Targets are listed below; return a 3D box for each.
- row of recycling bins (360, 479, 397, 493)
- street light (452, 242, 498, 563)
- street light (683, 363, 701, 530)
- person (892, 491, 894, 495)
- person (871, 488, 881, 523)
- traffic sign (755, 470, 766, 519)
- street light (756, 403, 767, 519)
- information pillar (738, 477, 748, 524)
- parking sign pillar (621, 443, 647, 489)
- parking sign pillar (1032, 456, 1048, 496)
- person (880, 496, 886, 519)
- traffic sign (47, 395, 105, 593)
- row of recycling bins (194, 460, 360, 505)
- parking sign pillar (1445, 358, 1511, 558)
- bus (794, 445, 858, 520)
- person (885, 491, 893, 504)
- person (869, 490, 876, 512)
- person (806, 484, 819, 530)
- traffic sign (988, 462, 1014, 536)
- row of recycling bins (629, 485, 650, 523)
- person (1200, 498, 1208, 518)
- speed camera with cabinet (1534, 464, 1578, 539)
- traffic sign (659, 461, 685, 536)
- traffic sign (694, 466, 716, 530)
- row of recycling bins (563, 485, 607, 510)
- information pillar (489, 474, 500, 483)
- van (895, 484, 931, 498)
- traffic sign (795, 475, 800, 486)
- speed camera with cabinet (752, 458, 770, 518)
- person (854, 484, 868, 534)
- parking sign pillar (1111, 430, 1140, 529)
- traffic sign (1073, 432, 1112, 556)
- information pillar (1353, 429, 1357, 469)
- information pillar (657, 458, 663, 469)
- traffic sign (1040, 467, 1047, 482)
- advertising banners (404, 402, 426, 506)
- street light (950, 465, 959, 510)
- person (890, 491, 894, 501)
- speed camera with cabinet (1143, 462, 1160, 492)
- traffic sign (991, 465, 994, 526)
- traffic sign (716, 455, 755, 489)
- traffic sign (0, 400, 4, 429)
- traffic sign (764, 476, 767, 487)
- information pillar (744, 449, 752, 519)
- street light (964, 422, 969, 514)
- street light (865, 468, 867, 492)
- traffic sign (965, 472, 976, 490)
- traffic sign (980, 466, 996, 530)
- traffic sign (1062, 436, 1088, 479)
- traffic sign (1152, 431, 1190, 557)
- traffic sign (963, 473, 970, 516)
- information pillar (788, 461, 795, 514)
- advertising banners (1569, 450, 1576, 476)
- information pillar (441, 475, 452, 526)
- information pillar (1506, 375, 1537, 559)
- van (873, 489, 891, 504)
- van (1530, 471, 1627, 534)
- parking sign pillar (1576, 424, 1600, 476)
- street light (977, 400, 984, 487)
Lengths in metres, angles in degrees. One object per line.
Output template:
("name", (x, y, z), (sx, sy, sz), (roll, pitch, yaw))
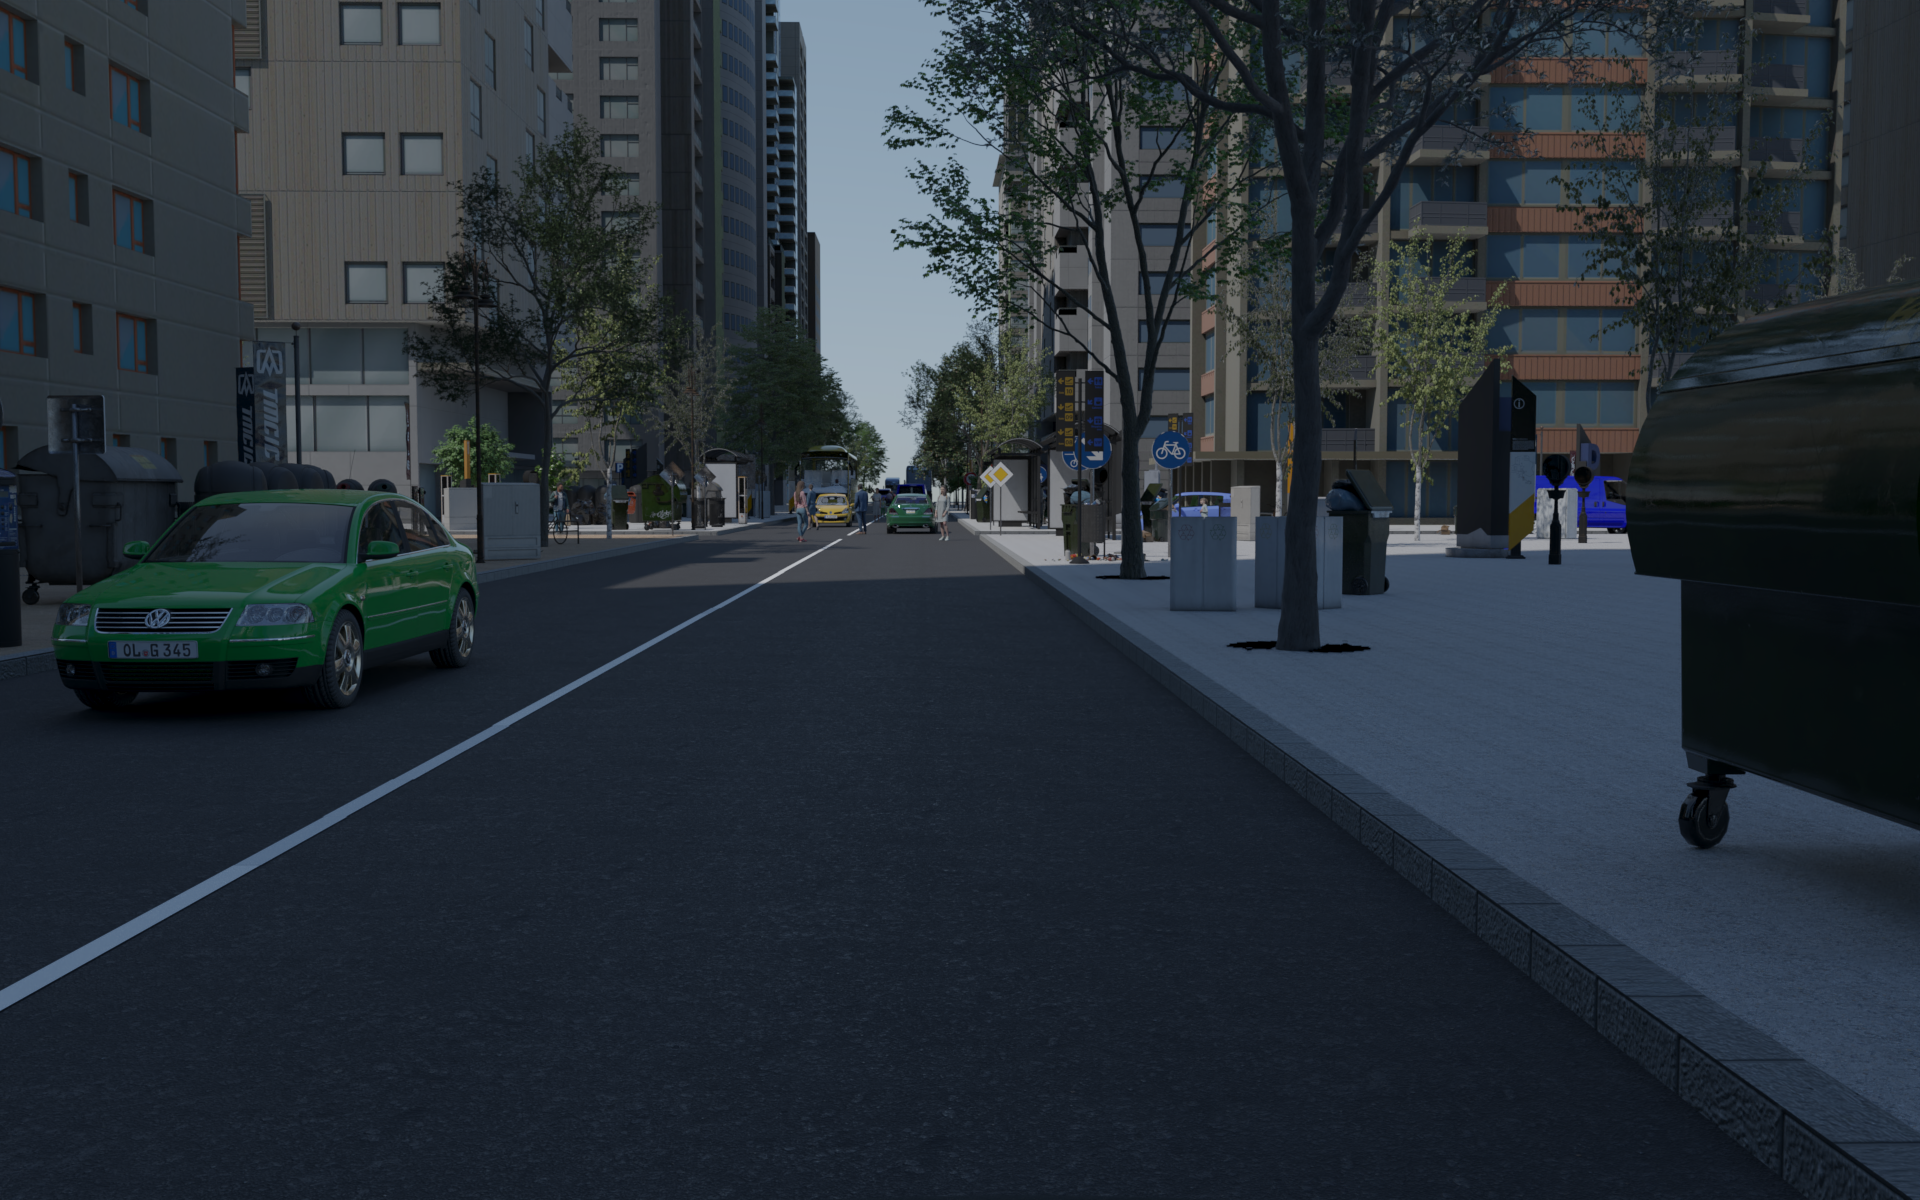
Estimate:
("row of recycling bins", (-17.095, -2.446, 47.106), (3.534, 1.692, 1.069), (0, 4, -5))
("street light", (-8.914, -3.622, 32.006), (0.468, 5.910, 1.993), (0, 4, -1))
("street light", (-9.482, -5.420, 61.398), (0.468, 5.910, 1.993), (0, 4, -1))
("person", (-7.239, -11.006, 189.185), (0.721, 1.736, 1.217), (0, 4, -4))
("person", (-4.217, -4.763, 86.952), (0.480, 1.755, 0.524), (1, 4, 10))
("traffic sign", (-10.502, -5.530, 90.519), (0.768, 2.556, 0.104), (0, 4, 4))
("street light", (-10.024, -7.026, 87.667), (0.468, 5.910, 1.993), (0, 4, -1))
("information pillar", (-9.263, -4.246, 73.912), (0.304, 2.012, 0.304), (1, 4, 13))
("parking sign pillar", (-17.048, -6.249, 90.640), (1.447, 3.967, 1.447), (-2, 4, -35))
("parking sign pillar", (5.300, -7.596, 112.663), (1.447, 3.967, 1.447), (-3, 5, -41))
("person", (-4.512, -5.426, 101.464), (0.306, 1.304, 0.590), (-1, 4, -18))
("traffic sign", (-9.153, -0.968, 17.961), (0.606, 2.300, 0.079), (0, 4, 3))
("row of recycling bins", (-9.000, -0.955, 22.734), (1.069, 1.692, 3.534), (0, 4, -2))
("parking sign pillar", (10.634, -2.856, 35.172), (1.447, 3.967, 1.447), (-1, 4, -15))
("bus", (-6.850, -6.102, 91.307), (2.896, 3.916, 12.252), (0, 4, -1))
("person", (-6.051, -8.568, 149.526), (0.756, 1.711, 0.436), (3, 5, 41))
("person", (-6.981, -7.956, 139.030), (0.568, 1.767, 0.683), (0, 4, -1))
("person", (-5.857, -3.673, 68.574), (0.581, 1.822, 0.654), (-3, 4, -39))
("traffic sign", (1.254, -3.046, 53.448), (0.795, 2.450, 0.064), (0, 4, -1))
("row of recycling bins", (-14.399, -4.342, 78.096), (1.069, 1.692, 3.534), (0, 4, -7))
("person", (7.942, -2.675, 56.510), (0.394, 1.301, 0.425), (-2, 4, -29))
("speed camera with cabinet", (16.739, -3.396, 49.862), (0.660, 3.252, 2.038), (-3, 4, -38))
("traffic sign", (-8.839, -3.034, 53.254), (0.795, 2.450, 0.064), (0, 4, -1))
("traffic sign", (-9.009, -3.523, 61.237), (0.795, 2.450, 0.064), (0, 4, -1))
("row of recycling bins", (-17.183, -4.389, 78.869), (3.534, 1.692, 1.069), (2, 4, 35))
("information pillar", (-16.794, -3.549, 62.521), (0.304, 2.012, 0.304), (1, 4, 17))
("van", (-2.924, -6.246, 106.502), (2.240, 2.365, 5.245), (0, 4, 0))
("traffic sign", (-10.596, -6.937, 113.521), (0.768, 2.556, 0.104), (0, 4, 7))
("speed camera with cabinet", (-10.854, -6.124, 94.458), (0.660, 3.252, 2.038), (-1, 4, -20))
("person", (-3.502, -3.240, 61.656), (0.419, 1.800, 0.721), (3, 5, 40))
("parking sign pillar", (5.857, -4.630, 64.181), (1.447, 3.967, 1.447), (1, 4, 20))
("traffic sign", (2.653, -2.120, 34.761), (0.768, 2.556, 0.104), (0, 4, 4))
("information pillar", (14.125, -4.317, 61.942), (0.183, 3.616, 0.504), (1, 4, 17))
("information pillar", (-19.600, -7.449, 113.150), (0.504, 3.616, 0.183), (2, 4, 25))
("traffic sign", (3.592, -4.850, 79.396), (0.768, 2.556, 0.104), (0, 4, 1))
("advertising banners", (-10.684, -2.310, 33.952), (0.090, 3.025, 2.074), (0, 4, -8))
("street light", (-0.544, -11.361, 158.539), (0.468, 5.910, 1.993), (0, 4, -1))
("person", (-7.438, -10.771, 185.161), (0.990, 1.755, 0.434), (-2, 4, -30))
("speed camera with cabinet", (7.423, -4.445, 67.011), (0.660, 3.252, 2.038), (0, 4, 8))
("traffic sign", (1.362, -4.288, 70.120), (0.884, 2.594, 0.081), (0, 4, 6))
("traffic sign", (-11.657, -5.823, 89.080), (2.265, 3.308, 0.079), (0, 4, 0))
("traffic sign", (-10.943, -1.164, 19.133), (0.768, 2.556, 0.104), (0, 4, 0))
("traffic sign", (-10.997, -5.743, 96.023), (0.606, 2.300, 0.079), (0, 4, 4))
("information pillar", (-10.982, -6.010, 89.611), (0.183, 3.616, 0.504), (2, 4, 31))
("street light", (0.466, -8.350, 109.307), (0.468, 5.910, 1.993), (0, 4, -1))
("street light", (-13.416, -16.819, 247.785), (0.468, 5.910, 1.993), (0, 4, -1))
("traffic sign", (0.651, -6.176, 101.076), (0.768, 2.556, 0.104), (0, 4, 3))
("traffic sign", (1.083, -3.534, 61.431), (0.795, 2.450, 0.064), (0, 4, -1))
("traffic sign", (2.611, -2.315, 37.957), (0.768, 2.556, 0.104), (0, 4, -1))
("traffic sign", (4.254, -2.136, 35.036), (0.768, 2.556, 0.104), (0, 4, 4))
("traffic sign", (0.586, -6.244, 102.198), (0.768, 2.556, 0.104), (0, 4, 0))
("information pillar", (-10.754, -7.293, 110.594), (0.183, 3.616, 0.504), (3, 5, 45))
("advertising banners", (23.960, -4.445, 68.858), (2.074, 3.025, 0.090), (-3, 5, -41))
("information pillar", (-20.302, -3.915, 68.500), (0.304, 2.012, 0.304), (1, 4, 14))
("information pillar", (11.083, -2.619, 34.172), (0.504, 3.616, 0.183), (0, 4, 4))
("van", (-8.752, -11.799, 197.298), (2.240, 2.365, 5.245), (0, 4, -1))
("van", (20.548, -3.265, 57.761), (5.245, 2.365, 2.240), (0, 4, -2))
("parking sign pillar", (24.173, -4.783, 66.675), (1.447, 3.967, 1.447), (3, 5, 43))
("street light", (1.047, -6.740, 82.992), (0.468, 5.910, 1.993), (0, 4, -1))
